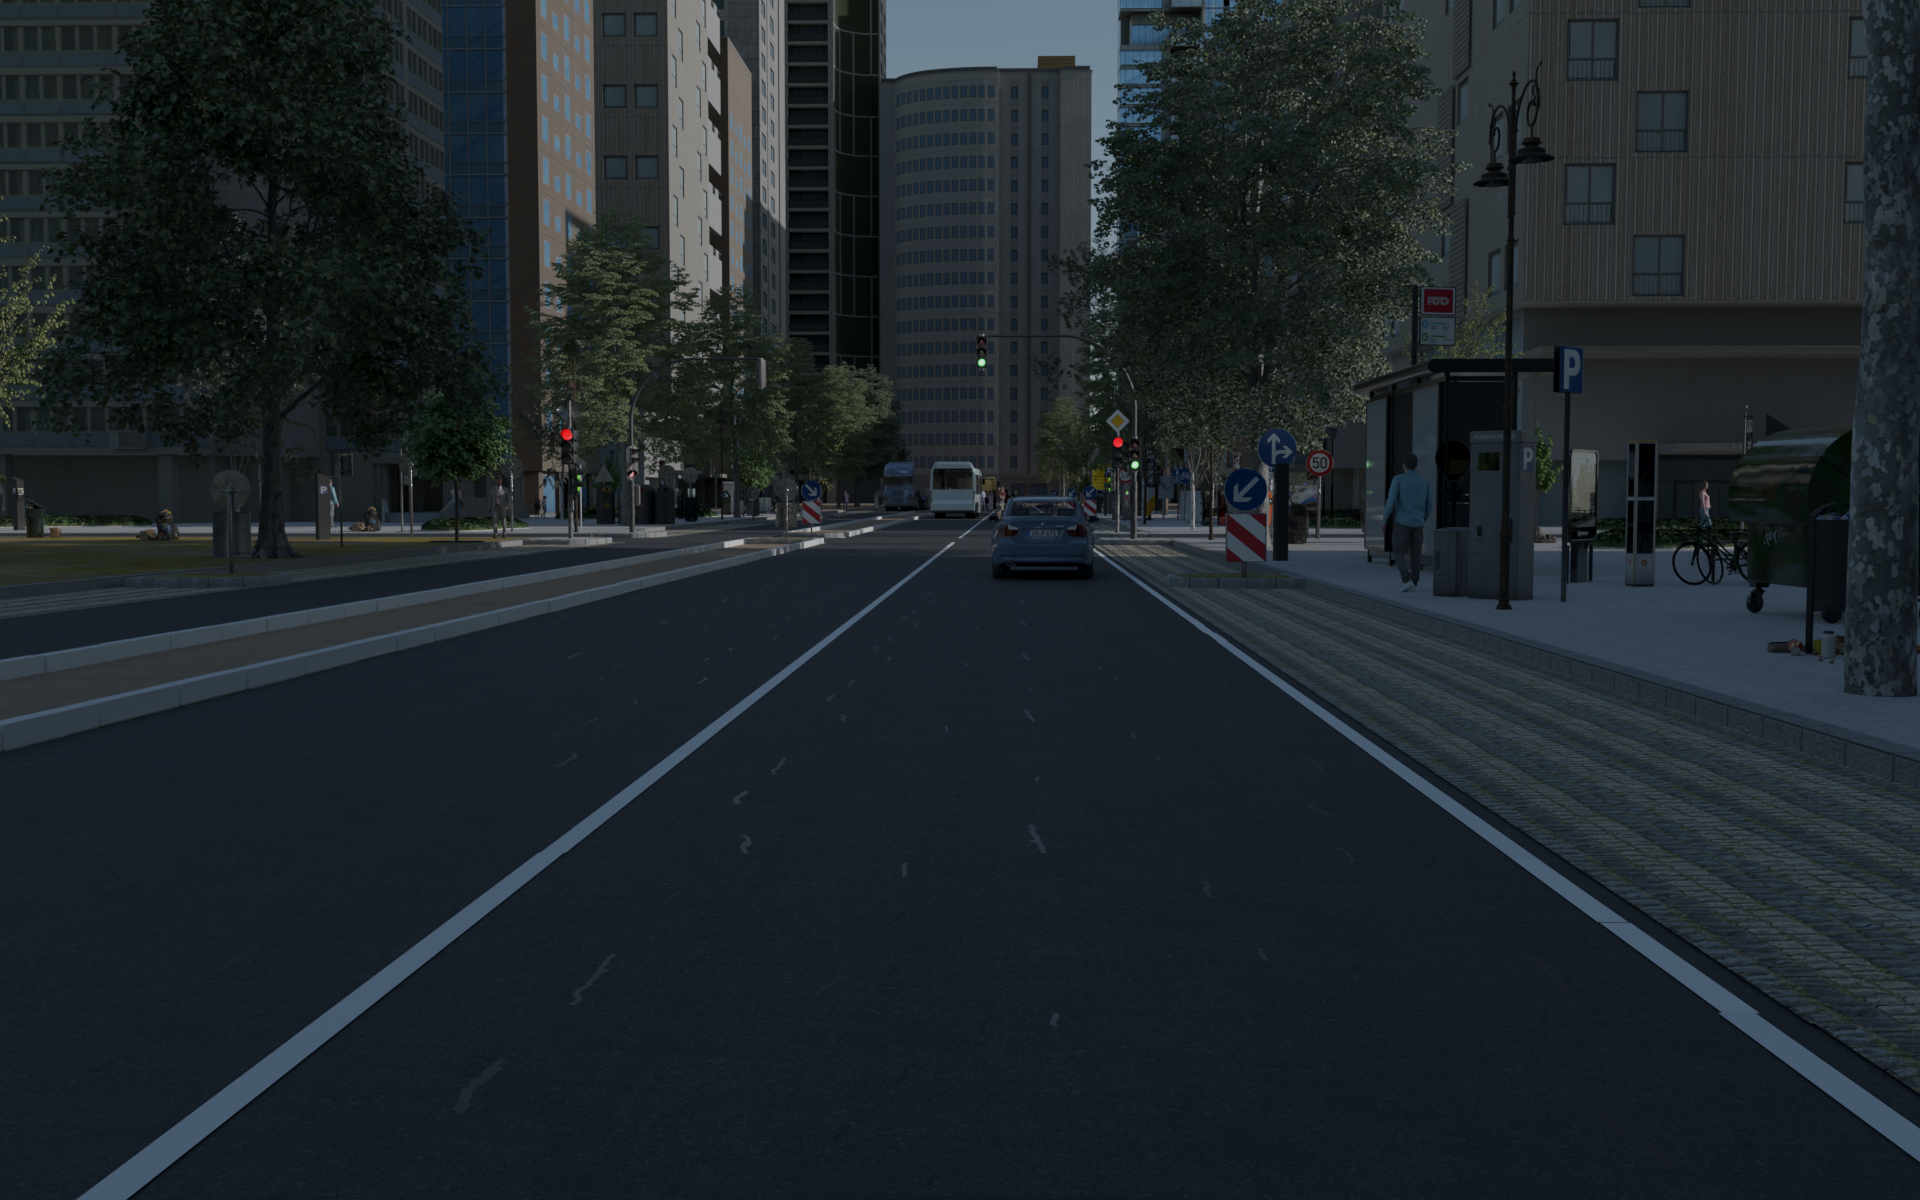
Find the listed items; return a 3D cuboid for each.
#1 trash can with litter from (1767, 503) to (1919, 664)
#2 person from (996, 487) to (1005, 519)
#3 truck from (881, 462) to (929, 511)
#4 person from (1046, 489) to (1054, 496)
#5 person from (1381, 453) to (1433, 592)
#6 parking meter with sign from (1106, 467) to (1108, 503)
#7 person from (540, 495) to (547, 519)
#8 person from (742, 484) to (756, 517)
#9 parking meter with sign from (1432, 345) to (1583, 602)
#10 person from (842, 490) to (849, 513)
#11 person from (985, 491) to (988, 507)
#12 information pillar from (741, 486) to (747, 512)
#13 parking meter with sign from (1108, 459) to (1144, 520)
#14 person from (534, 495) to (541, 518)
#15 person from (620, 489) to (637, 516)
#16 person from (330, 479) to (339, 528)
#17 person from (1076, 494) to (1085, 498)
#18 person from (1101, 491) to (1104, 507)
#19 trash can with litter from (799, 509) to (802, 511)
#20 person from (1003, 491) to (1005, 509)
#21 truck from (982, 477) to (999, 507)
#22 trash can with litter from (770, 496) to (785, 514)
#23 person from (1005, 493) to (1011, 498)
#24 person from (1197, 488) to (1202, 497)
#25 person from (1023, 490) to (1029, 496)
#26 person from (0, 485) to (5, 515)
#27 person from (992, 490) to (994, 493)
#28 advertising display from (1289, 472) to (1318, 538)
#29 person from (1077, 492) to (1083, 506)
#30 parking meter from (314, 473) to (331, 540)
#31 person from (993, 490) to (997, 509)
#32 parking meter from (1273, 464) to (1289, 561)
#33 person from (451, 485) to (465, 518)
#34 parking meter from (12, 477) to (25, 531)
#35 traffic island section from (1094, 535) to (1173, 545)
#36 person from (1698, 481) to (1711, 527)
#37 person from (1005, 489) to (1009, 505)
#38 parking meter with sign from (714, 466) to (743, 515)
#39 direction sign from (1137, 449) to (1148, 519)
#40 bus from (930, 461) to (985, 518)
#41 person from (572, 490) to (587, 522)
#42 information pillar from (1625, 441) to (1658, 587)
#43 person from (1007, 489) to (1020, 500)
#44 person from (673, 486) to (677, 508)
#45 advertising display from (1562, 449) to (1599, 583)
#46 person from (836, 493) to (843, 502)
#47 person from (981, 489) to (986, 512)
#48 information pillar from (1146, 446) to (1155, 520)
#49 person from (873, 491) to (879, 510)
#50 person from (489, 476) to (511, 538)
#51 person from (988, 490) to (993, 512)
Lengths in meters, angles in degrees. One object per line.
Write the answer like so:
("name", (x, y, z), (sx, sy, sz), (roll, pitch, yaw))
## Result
("trash can with litter", (7.448, -0.178, 13.961), (2.233, 1.210, 1.678), (-1, 4, -19))
("person", (2.224, -5.332, 95.653), (0.580, 1.828, 0.573), (2, 4, 25))
("truck", (-4.608, -9.901, 151.644), (2.967, 4.110, 18.799), (0, 4, 3))
("person", (5.923, -6.492, 115.047), (0.661, 1.777, 0.834), (-2, 4, -34))
("person", (5.909, -1.023, 22.781), (0.660, 1.820, 0.620), (-1, 4, -14))
("parking meter with sign", (9.871, -7.111, 112.519), (0.543, 3.016, 1.738), (1, 4, 13))
("person", (-21.853, -4.882, 90.875), (0.382, 1.210, 0.505), (0, 4, -8))
("person", (-11.687, -5.534, 96.484), (0.822, 1.834, 0.622), (1, 4, 15))
("parking meter with sign", (6.628, -1.522, 21.146), (0.543, 3.016, 1.738), (-3, 5, -43))
("person", (-8.887, -7.656, 134.587), (0.541, 1.710, 0.530), (-1, 4, -9))
("person", (2.785, -10.997, 188.318), (0.705, 1.823, 1.348), (1, 4, 18))
("information pillar", (-14.646, -6.904, 117.372), (0.304, 2.012, 0.304), (1, 4, 20))
("parking meter with sign", (8.366, -5.459, 85.512), (1.738, 3.016, 0.543), (2, 4, 27))
("person", (-22.474, -4.976, 92.065), (0.362, 1.253, 0.373), (0, 4, 2))
("person", (-13.639, -3.986, 71.320), (0.694, 1.812, 0.767), (0, 4, -3))
("person", (-23.495, -3.579, 64.427), (0.638, 1.841, 0.748), (3, 5, 43))
("person", (14.845, -12.574, 214.015), (1.348, 1.831, 0.705), (-1, 4, -12))
("person", (14.484, -10.344, 175.887), (0.721, 1.743, 1.217), (3, 5, 41))
("trash can with litter", (-12.477, -7.393, 131.936), (1.678, 1.210, 2.233), (-1, 4, -17))
("person", (4.046, -8.986, 156.216), (0.445, 1.727, 0.742), (-1, 4, -22))
("truck", (2.708, -12.274, 196.595), (3.469, 3.379, 9.791), (0, 4, 2))
("trash can with litter", (-12.261, -6.306, 114.494), (0.624, 1.170, 1.055), (-2, 4, -32))
("person", (4.009, -8.518, 147.849), (0.705, 1.814, 1.350), (2, 4, 34))
("person", (19.901, -8.455, 144.247), (0.705, 1.831, 1.348), (-1, 4, -21))
("person", (5.101, -7.789, 136.680), (1.217, 1.723, 0.721), (-3, 5, -42))
("person", (-24.989, -2.356, 44.668), (0.635, 1.810, 0.391), (-3, 5, -41))
("person", (3.449, -10.372, 178.014), (0.705, 1.831, 1.348), (1, 4, 20))
("advertising display", (9.929, -2.753, 50.218), (0.974, 1.923, 0.123), (2, 4, 27))
("person", (12.205, -10.405, 176.299), (1.348, 1.807, 0.705), (0, 4, -6))
("parking meter", (-17.893, -2.627, 48.661), (0.399, 1.863, 0.255), (-2, 4, -35))
("person", (3.314, -9.459, 163.173), (0.705, 1.821, 1.348), (-3, 4, -37))
("parking meter", (6.177, -1.689, 33.334), (0.255, 1.863, 0.399), (0, 4, 2))
("person", (-21.174, -4.056, 72.950), (0.593, 1.750, 0.643), (0, 4, 5))
("parking meter", (-33.145, -3.380, 60.971), (0.399, 1.863, 0.255), (2, 4, 34))
("traffic island section", (4.974, -1.665, 49.506), (2.009, 0.180, 2.903), (0, 4, 2))
("person", (22.159, -2.631, 51.523), (0.388, 1.821, 0.555), (1, 4, 16))
("person", (3.885, -8.415, 146.054), (0.705, 1.831, 1.348), (1, 4, 20))
("parking meter with sign", (-14.439, -6.848, 108.220), (1.738, 3.016, 0.543), (-1, 4, -15))
("direction sign", (9.284, -5.787, 86.618), (0.876, 3.537, 0.379), (1, 4, 13))
("bus", (-0.124, -6.772, 105.582), (2.948, 3.499, 13.247), (0, 4, 3))
("person", (-17.807, -4.565, 80.646), (0.822, 1.834, 0.622), (2, 4, 27))
("information pillar", (9.449, -1.195, 24.024), (0.304, 2.012, 0.304), (0, 4, -1))
("person", (4.411, -7.974, 138.503), (1.348, 1.869, 0.705), (0, 4, -5))
("person", (-17.226, -5.939, 103.490), (0.624, 1.780, 0.694), (-3, 5, -43))
("advertising display", (8.997, -1.219, 25.137), (0.123, 1.923, 0.974), (3, 5, 42))
("person", (-11.301, -9.383, 162.685), (0.697, 1.427, 0.421), (1, 4, 15))
("person", (1.679, -7.775, 135.492), (0.709, 1.838, 0.599), (-2, 4, -34))
("information pillar", (9.290, -5.685, 84.299), (0.504, 3.616, 0.183), (-3, 4, -38))
("person", (-7.440, -8.777, 152.667), (0.621, 1.740, 0.551), (-2, 4, -27))
("person", (-13.309, -2.677, 50.086), (0.678, 1.792, 0.850), (0, 4, -4))
("person", (2.485, -8.089, 141.426), (0.551, 1.740, 0.621), (3, 4, 37))
